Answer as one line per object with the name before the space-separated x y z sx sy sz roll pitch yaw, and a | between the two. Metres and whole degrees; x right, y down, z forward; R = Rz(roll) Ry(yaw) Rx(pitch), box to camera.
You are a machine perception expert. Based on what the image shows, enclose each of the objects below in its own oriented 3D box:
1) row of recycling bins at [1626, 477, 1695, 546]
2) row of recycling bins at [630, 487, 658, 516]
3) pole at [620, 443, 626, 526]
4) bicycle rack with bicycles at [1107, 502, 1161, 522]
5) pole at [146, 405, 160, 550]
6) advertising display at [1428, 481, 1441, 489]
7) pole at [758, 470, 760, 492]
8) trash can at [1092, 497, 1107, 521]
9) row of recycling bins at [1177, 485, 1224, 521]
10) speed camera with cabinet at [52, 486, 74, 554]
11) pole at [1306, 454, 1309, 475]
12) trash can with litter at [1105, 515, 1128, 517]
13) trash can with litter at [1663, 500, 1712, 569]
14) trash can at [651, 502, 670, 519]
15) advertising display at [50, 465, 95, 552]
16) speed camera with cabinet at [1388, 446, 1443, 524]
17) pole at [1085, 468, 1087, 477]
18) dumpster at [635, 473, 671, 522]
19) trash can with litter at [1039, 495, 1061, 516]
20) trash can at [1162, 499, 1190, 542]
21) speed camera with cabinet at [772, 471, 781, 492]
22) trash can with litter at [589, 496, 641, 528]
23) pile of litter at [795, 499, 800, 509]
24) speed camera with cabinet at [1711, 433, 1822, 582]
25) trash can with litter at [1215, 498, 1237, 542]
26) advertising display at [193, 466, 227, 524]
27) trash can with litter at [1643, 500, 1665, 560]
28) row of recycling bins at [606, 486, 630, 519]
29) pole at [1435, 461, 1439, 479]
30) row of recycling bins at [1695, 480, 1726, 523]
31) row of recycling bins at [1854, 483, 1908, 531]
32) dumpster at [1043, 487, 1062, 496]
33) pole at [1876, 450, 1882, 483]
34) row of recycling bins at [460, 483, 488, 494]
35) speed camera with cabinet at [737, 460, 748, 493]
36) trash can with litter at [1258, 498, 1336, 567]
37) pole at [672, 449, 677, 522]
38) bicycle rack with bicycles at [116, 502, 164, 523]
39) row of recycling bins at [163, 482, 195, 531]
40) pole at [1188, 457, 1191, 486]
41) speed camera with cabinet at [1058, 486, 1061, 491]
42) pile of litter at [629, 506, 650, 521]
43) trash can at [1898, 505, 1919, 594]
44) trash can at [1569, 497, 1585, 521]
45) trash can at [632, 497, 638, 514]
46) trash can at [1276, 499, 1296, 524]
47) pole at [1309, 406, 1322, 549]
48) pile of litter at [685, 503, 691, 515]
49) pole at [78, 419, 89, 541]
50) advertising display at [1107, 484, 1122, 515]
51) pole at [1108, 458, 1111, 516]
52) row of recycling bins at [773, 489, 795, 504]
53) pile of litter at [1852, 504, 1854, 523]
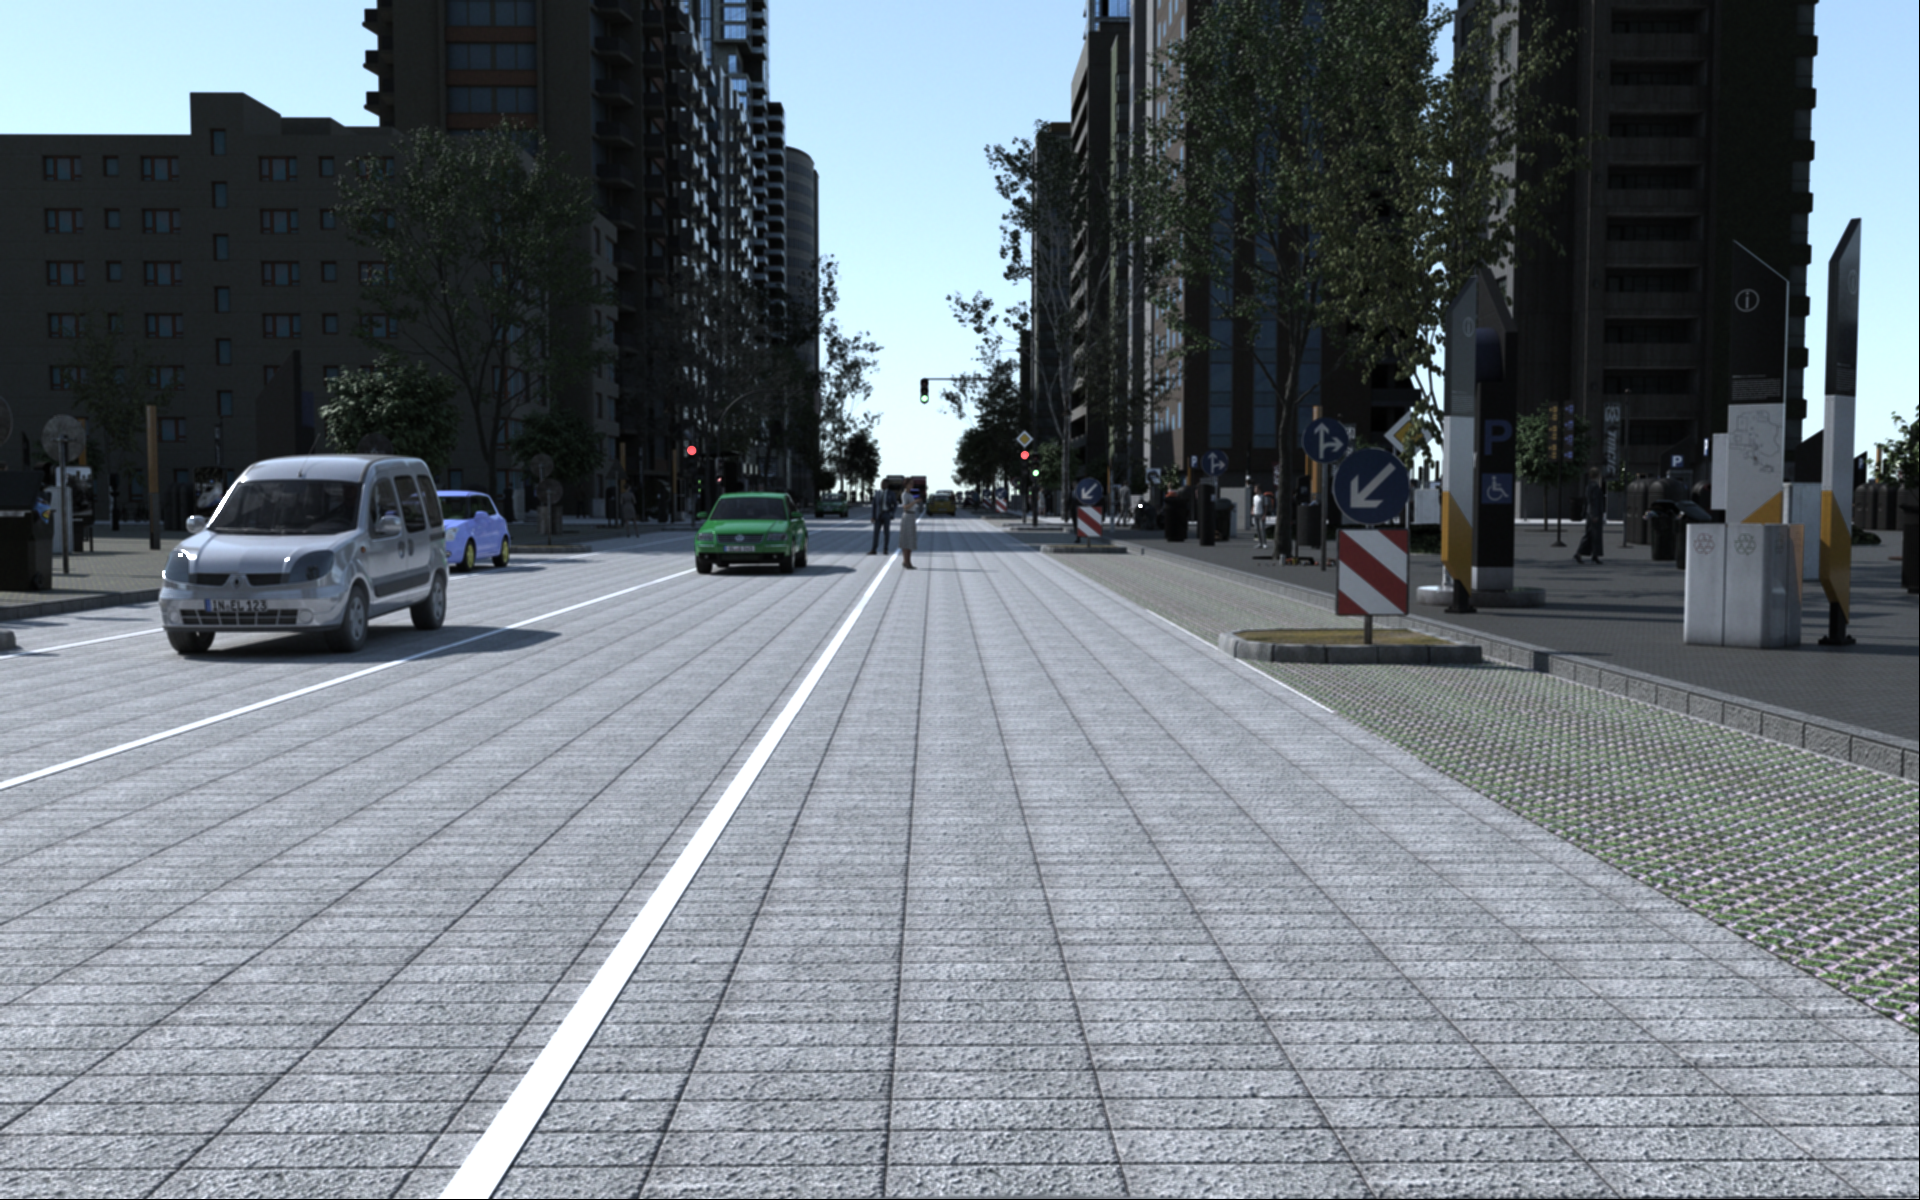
row of recycling bins | 17.777 -2.281 44.410 1.069 1.692 3.534 1 4 10
row of recycling bins | -18.692 -5.720 100.634 3.534 1.692 1.069 2 4 34
pole | -13.349 -4.573 68.618 0.158 3.312 0.155 0 3 0
bicycle rack with bicycles | 8.684 -4.003 78.833 2.925 0.926 2.852 -1 4 -22
pole | -18.587 -2.817 39.900 0.158 3.312 0.155 0 3 0
advertising display | 23.903 -4.974 86.539 0.974 1.923 0.123 1 4 9
pole | -16.960 -9.301 145.910 0.158 3.312 0.155 0 3 0
trash can | 6.212 -4.047 77.829 0.748 1.137 0.748 0 3 0
row of recycling bins | 11.530 -4.601 82.337 1.069 1.692 3.534 3 5 40
speed camera with cabinet | -19.947 -2.584 36.584 2.038 3.252 0.660 -2 4 -35
pole | 11.340 -3.824 56.360 0.158 3.312 0.155 0 3 0
trash can with litter | 9.206 -5.283 97.428 2.233 1.210 1.678 2 4 25
trash can with litter | 12.626 -1.100 29.380 0.624 1.170 1.055 -1 4 -23
trash can | -15.587 -4.734 89.055 0.748 1.137 0.748 0 3 0
advertising display | -19.639 -2.027 38.356 0.123 1.923 0.974 2 4 25
speed camera with cabinet | 14.204 -3.636 53.786 2.038 3.252 0.660 3 5 41
pole | 9.984 -8.772 137.272 0.158 3.312 0.155 0 3 0
dumpster | -14.203 -4.769 80.472 1.502 2.255 1.985 0 4 -1
trash can with litter | 5.346 -5.518 101.284 1.678 1.210 2.233 -2 4 -35
trash can | 5.822 -2.144 46.703 0.748 1.137 0.748 0 3 0
speed camera with cabinet | -15.129 -9.392 147.901 0.660 3.252 2.038 3 5 39
trash can with litter | -13.212 -3.323 65.392 1.678 1.210 2.233 -3 5 -40
pile of litter | -14.023 -8.063 145.798 1.719 0.858 1.176 3 5 41
speed camera with cabinet | 11.827 -1.891 25.249 2.038 3.252 0.660 -2 4 -31
trash can with litter | 7.104 -2.189 47.179 0.624 1.170 1.055 2 4 24
advertising display | -17.586 -2.169 40.673 0.974 1.923 0.123 2 4 26
trash can with litter | 13.730 -1.370 33.779 0.624 1.170 1.055 2 4 31
row of recycling bins | -17.998 -5.094 90.395 1.069 1.692 3.534 -1 4 -13
pole | 29.135 -6.847 105.784 0.158 3.312 0.155 0 3 0
row of recycling bins | 21.540 -2.692 51.120 3.534 1.692 1.069 0 4 -2
row of recycling bins | 33.065 -3.341 61.743 1.069 1.692 3.534 0 4 -1
dumpster | 6.396 -6.937 119.179 1.264 1.857 1.865 0 4 -1
pole | 40.527 -5.052 76.436 0.158 3.312 0.155 0 3 0
row of recycling bins | -17.936 -3.475 63.937 1.069 1.692 3.534 -1 4 -15
speed camera with cabinet | -13.404 -6.528 101.072 2.038 3.252 0.660 1 4 14
trash can with litter | 6.602 -1.220 31.009 2.233 1.210 1.678 2 4 32
pole | -13.052 -5.220 79.182 0.158 3.312 0.155 0 3 0
bicycle rack with bicycles | -36.895 -3.998 78.754 2.852 0.926 2.925 -3 4 -39
row of recycling bins | -26.898 -3.271 60.597 3.534 1.692 1.069 3 5 45
pole | 12.645 -6.224 95.606 0.158 3.312 0.155 0 3 0
speed camera with cabinet | 7.009 -8.120 127.100 0.660 3.252 2.038 0 4 -3
pile of litter | -15.460 -4.218 82.935 1.176 0.858 1.719 -1 4 -10
trash can | 12.510 -0.655 22.359 0.748 1.137 0.748 0 3 0
trash can | 29.024 -4.272 81.496 0.748 1.137 0.748 0 3 0
trash can | -16.055 -4.463 84.626 0.748 1.137 0.748 0 3 0
trash can | 10.164 -2.573 53.716 0.748 1.137 0.748 0 3 0
pole | 8.270 -2.832 40.147 0.158 3.312 0.155 0 3 0
pile of litter | -16.494 -5.772 108.341 1.719 0.858 1.176 2 4 31
pole | -23.756 -3.247 46.930 0.158 3.312 0.155 0 3 0
advertising display | 9.631 -6.286 107.983 0.974 1.923 0.123 1 4 10
pole | 8.562 -6.440 99.140 0.158 3.312 0.155 0 3 0
row of recycling bins | -14.208 -8.154 140.432 1.069 1.692 3.534 1 4 14
pile of litter | 40.224 -3.960 78.710 1.176 0.858 1.719 0 3 0
